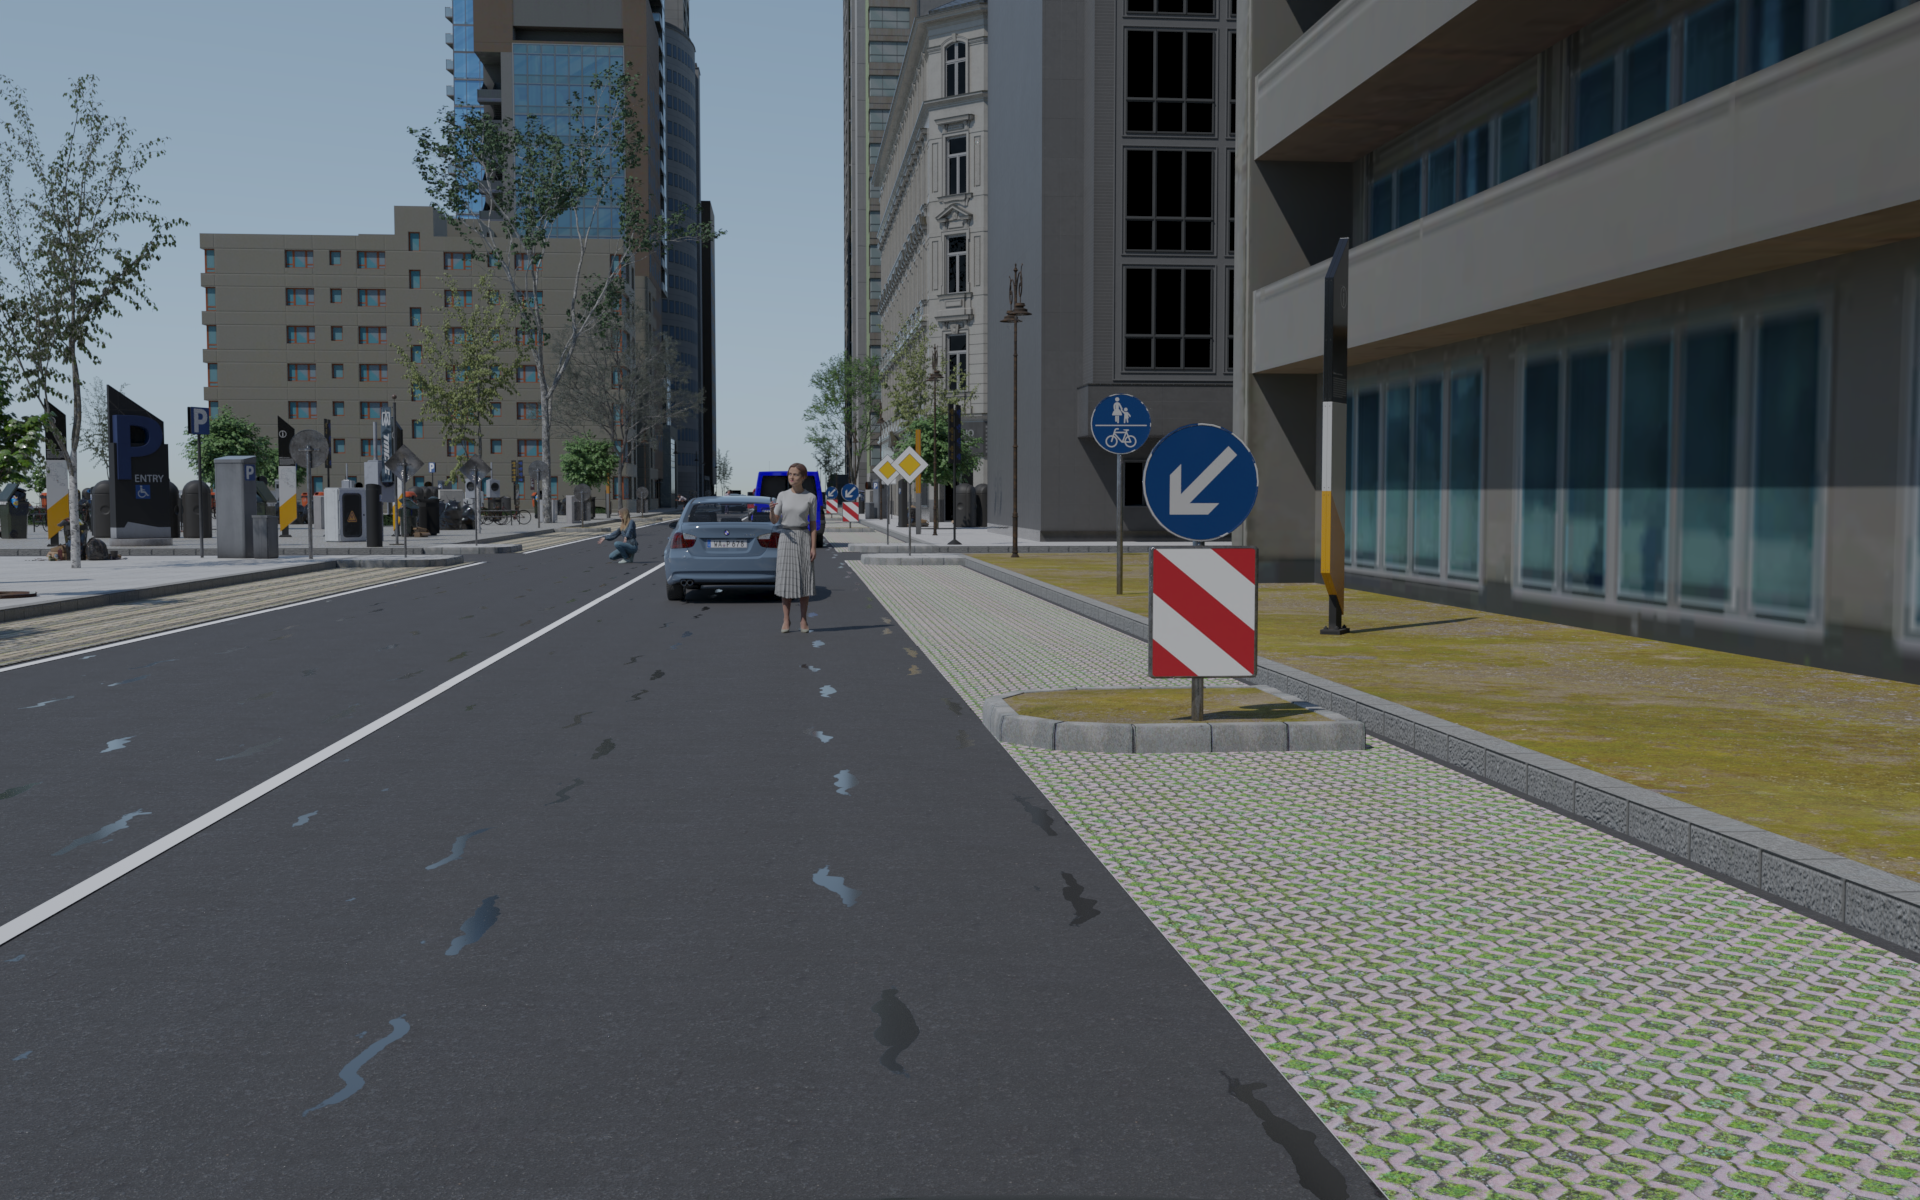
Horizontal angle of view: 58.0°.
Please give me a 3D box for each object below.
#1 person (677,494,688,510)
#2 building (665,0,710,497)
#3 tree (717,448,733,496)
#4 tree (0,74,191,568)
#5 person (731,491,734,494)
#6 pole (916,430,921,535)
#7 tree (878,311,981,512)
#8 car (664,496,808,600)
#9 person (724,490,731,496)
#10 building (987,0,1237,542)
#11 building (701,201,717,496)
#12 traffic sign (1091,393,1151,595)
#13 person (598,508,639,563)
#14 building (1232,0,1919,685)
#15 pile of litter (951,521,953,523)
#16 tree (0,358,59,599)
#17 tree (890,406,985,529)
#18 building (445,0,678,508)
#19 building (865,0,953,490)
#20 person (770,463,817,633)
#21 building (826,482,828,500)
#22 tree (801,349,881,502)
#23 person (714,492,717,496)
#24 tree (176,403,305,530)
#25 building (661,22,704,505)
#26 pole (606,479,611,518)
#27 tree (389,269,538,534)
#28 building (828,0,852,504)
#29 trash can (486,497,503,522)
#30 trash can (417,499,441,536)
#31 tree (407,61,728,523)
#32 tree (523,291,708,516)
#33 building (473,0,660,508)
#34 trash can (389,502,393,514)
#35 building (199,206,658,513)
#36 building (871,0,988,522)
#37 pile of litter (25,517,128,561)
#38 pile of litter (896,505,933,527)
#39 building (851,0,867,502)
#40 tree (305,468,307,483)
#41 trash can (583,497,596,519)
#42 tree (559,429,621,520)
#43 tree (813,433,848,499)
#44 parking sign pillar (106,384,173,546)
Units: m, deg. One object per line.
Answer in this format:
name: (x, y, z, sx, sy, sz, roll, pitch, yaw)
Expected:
person: (-19.500, -6.727, 121.675, 0.628, 1.438, 0.799, 2, 4, 23)
building: (-45.128, -48.880, 237.435, 20.563, 71.187, 20.611, 0, 4, -6)
tree: (-37.655, -19.803, 274.140, 4.737, 8.622, 4.395, 0, 3, 0)
tree: (-15.539, -4.850, 29.663, 4.360, 8.622, 3.978, 0, 3, 0)
person: (-26.675, -11.890, 202.843, 1.348, 1.831, 0.705, 1, 4, 21)
pole: (-1.316, -3.735, 54.907, 0.158, 3.312, 0.155, 0, 3, 0)
tree: (-1.524, -7.289, 69.531, 4.737, 8.622, 4.395, 0, 3, 0)
car: (-3.182, -0.775, 24.679, 2.014, 1.417, 4.499, 0, 4, -4)
person: (-16.586, -7.008, 124.015, 0.756, 1.711, 0.436, -2, 4, -32)
building: (13.442, -15.810, 52.000, 24.014, 27.812, 14.314, 0, 4, -6)
building: (-43.376, -37.065, 256.128, 14.600, 45.320, 14.200, 0, 4, -6)
traffic sign: (2.038, -1.341, 22.031, 0.768, 2.556, 0.104, 0, 4, -1)
person: (-7.000, -1.340, 35.910, 0.738, 1.151, 1.012, -2, 4, -30)
building: (15.665, -23.925, 14.878, 21.300, 48.544, 21.600, 0, 4, -6)
pile of litter: (0.194, -3.629, 73.292, 1.176, 0.858, 1.719, 1, 4, 11)
tree: (-11.923, -1.638, 21.380, 1.663, 3.219, 1.824, 0, 3, 0)
tree: (-0.892, -4.871, 63.352, 4.285, 4.588, 4.351, 0, 3, 0)
building: (-39.624, -52.651, 173.521, 22.319, 86.520, 31.000, 0, 4, -6)
building: (-0.542, -27.814, 138.359, 14.154, 41.232, 14.086, 0, 4, -6)
person: (-1.717, -0.536, 17.839, 0.480, 1.755, 0.524, 0, 4, -2)
building: (-4.380, -35.144, 266.487, 32.217, 40.220, 23.993, 0, 4, -6)
tree: (-7.498, -12.086, 123.361, 9.928, 11.665, 9.643, 0, 3, 0)
person: (-26.098, -10.735, 184.931, 0.530, 1.710, 0.541, 1, 4, 18)
tree: (-26.447, -4.809, 62.343, 4.285, 4.588, 4.351, 0, 3, 0)
building: (-43.123, -41.069, 213.475, 21.231, 58.520, 28.212, 0, 4, -6)
pole: (-18.741, -6.020, 92.278, 0.158, 3.312, 0.155, 0, 3, 0)
tree: (-15.898, -6.464, 56.047, 4.737, 8.622, 4.395, 0, 3, 0)
building: (-6.299, -47.701, 218.156, 20.563, 71.187, 20.611, 0, 4, -6)
trash can: (-21.612, -4.207, 80.433, 0.748, 1.137, 0.748, 0, 3, 0)
trash can: (-16.392, -2.559, 53.489, 0.748, 1.137, 0.748, 0, 3, 0)
tree: (-16.818, -13.404, 75.045, 12.611, 20.169, 13.585, 0, 3, 0)
tree: (-20.126, -11.742, 102.348, 12.009, 13.543, 11.850, 0, 3, 0)
building: (-33.858, -30.737, 152.658, 14.600, 45.320, 14.200, 0, 4, -6)
trash can: (-29.030, -4.730, 88.984, 0.748, 1.137, 0.748, 0, 3, 0)
building: (-37.947, -17.470, 130.672, 27.650, 21.520, 28.899, 0, 4, -6)
building: (4.546, -19.652, 97.728, 17.030, 29.872, 44.131, 0, 4, -6)
pile of litter: (-17.147, -1.201, 33.596, 1.719, 0.858, 1.176, 0, 4, -2)
pile of litter: (-1.720, -3.280, 67.588, 1.719, 0.858, 1.176, -1, 4, -16)
building: (0.501, -37.755, 159.292, 21.231, 58.520, 28.212, 0, 4, -6)
tree: (-39.784, -7.219, 101.752, 4.285, 4.588, 4.351, 0, 3, 0)
trash can: (-19.245, -4.787, 89.924, 0.748, 1.137, 0.748, 0, 3, 0)
tree: (-18.630, -6.316, 86.984, 4.285, 4.588, 4.351, 0, 3, 0)
tree: (-15.371, -15.511, 203.973, 4.737, 8.622, 4.395, 0, 3, 0)
parking sign pillar: (-20.370, -3.333, 42.974, 1.447, 3.967, 1.447, -3, 5, -44)
